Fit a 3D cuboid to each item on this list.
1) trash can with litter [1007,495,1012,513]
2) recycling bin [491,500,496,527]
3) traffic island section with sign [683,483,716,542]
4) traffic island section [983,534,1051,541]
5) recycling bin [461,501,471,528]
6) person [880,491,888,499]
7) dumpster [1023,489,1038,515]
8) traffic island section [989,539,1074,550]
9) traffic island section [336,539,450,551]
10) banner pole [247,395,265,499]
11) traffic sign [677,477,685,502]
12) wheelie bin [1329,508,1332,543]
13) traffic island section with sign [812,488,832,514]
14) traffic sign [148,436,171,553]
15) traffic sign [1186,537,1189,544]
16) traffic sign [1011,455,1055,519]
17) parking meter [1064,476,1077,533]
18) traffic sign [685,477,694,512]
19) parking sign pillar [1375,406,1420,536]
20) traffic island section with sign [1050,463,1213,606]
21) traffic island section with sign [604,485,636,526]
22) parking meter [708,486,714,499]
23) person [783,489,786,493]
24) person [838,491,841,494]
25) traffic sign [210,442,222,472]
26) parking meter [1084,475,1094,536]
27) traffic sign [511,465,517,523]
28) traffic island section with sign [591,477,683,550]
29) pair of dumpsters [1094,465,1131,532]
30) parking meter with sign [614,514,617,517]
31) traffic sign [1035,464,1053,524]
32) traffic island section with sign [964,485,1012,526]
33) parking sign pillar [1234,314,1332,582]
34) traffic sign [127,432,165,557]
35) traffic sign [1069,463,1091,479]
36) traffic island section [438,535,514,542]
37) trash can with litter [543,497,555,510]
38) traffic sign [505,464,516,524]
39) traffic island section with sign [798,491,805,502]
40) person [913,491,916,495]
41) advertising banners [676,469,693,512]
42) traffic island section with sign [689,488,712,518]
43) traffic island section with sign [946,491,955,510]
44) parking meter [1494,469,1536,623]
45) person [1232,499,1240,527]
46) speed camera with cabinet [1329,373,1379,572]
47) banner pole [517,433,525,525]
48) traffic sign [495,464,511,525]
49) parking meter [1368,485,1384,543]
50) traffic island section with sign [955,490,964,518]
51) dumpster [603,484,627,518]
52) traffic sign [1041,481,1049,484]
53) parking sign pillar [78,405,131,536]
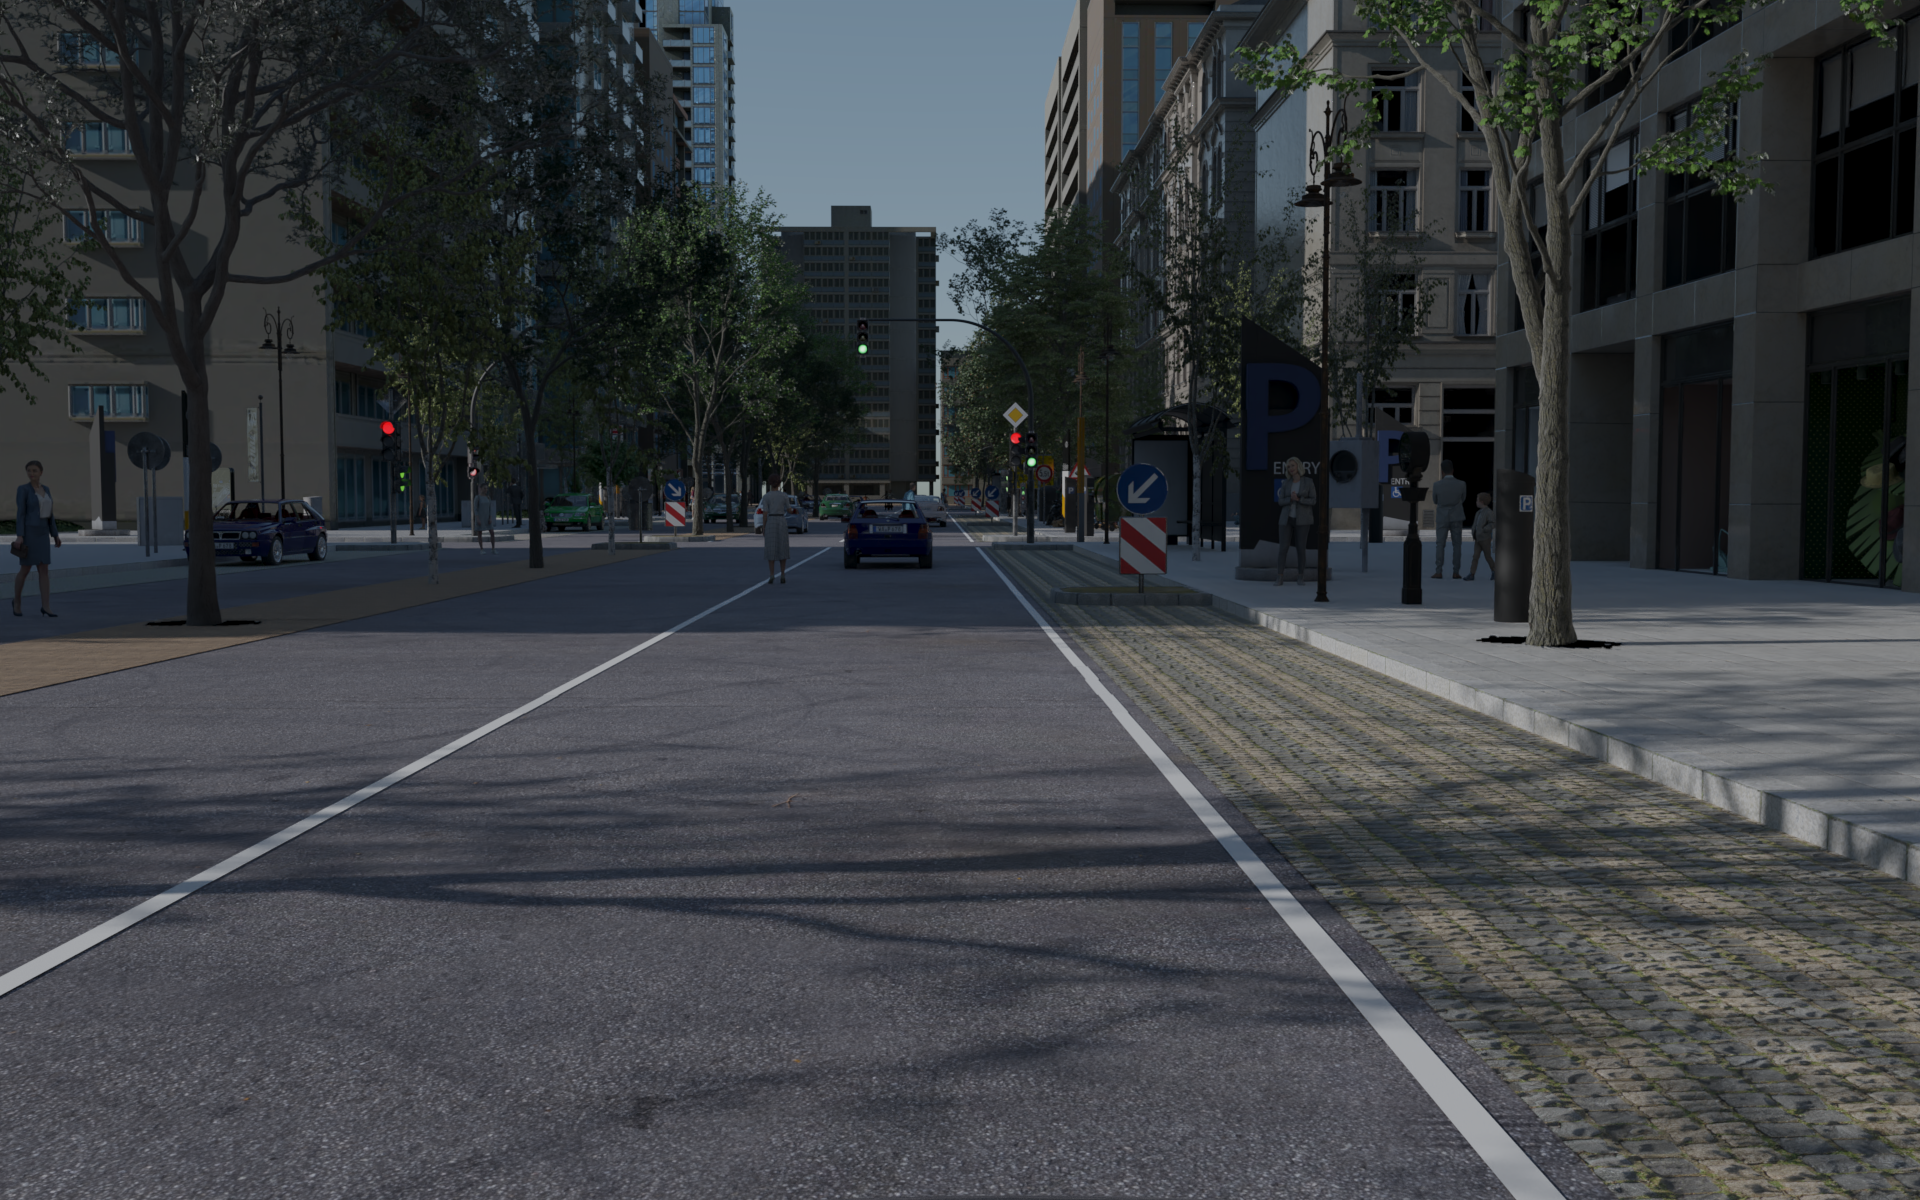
[{"bbox_3d":[3.471,-6.529,117.809,2.233,1.210,1.678,2,4,33],"label":"trash can with litter"},{"bbox_3d":[-18.735,-3.416,68.409,0.722,1.027,0.722,-1,4,-22],"label":"recycling bin"},{"bbox_3d":[-8.559,-2.721,52.624,2.006,1.907,1.989,0,4,-1],"label":"traffic island section with sign"},{"bbox_3d":[1.717,-1.887,53.136,2.009,0.180,2.903,0,4,-1],"label":"traffic island section"},{"bbox_3d":[-18.731,-3.314,66.731,0.722,1.027,0.722,1,4,10],"label":"recycling bin"},{"bbox_3d":[-6.480,-8.755,152.365,1.217,1.735,0.721,-2,4,-25],"label":"person"},{"bbox_3d":[4.413,-6.167,103.323,1.502,2.255,1.985,0,4,-1],"label":"dumpster"},{"bbox_3d":[1.851,-1.399,45.152,2.009,0.180,2.903,0,4,-1],"label":"traffic island section"},{"bbox_3d":[-14.688,-1.382,44.880,2.009,0.180,2.903,0,4,-1],"label":"traffic island section"},{"bbox_3d":[-17.829,-3.297,43.924,0.863,3.779,0.401,3,4,36],"label":"banner pole"},{"bbox_3d":[-20.300,-7.677,125.631,0.768,2.556,0.104,0,4,4],"label":"traffic sign"},{"bbox_3d":[9.365,-2.301,45.529,0.980,1.594,0.693,3,5,40],"label":"wheelie bin"},{"bbox_3d":[-9.831,-7.316,127.752,2.006,1.907,1.989,0,4,-1],"label":"traffic island section with sign"},{"bbox_3d":[-17.515,-2.296,37.648,0.768,2.556,0.104,0,4,6],"label":"traffic sign"},{"bbox_3d":[5.833,-2.699,44.239,0.768,2.556,0.104,0,4,6],"label":"traffic sign"},{"bbox_3d":[3.744,-5.844,89.428,2.265,3.308,0.079,0,4,4],"label":"traffic sign"},{"bbox_3d":[3.657,-3.145,57.137,0.399,1.863,0.255,0,4,-3],"label":"parking meter"},{"bbox_3d":[-19.815,-7.731,126.505,0.768,2.556,0.104,0,4,7],"label":"traffic sign"},{"bbox_3d":[13.369,-3.949,53.043,1.447,3.967,1.447,1,4,9],"label":"parking sign pillar"},{"bbox_3d":[2.223,-0.879,23.002,1.989,1.847,2.006,0,4,-1],"label":"traffic island section with sign"},{"bbox_3d":[-14.924,-4.240,77.951,1.989,1.847,2.006,0,4,-1],"label":"traffic island section with sign"},{"bbox_3d":[-17.676,-7.166,122.868,0.255,1.863,0.399,3,5,39],"label":"parking meter"},{"bbox_3d":[-14.127,-8.001,139.275,0.705,1.831,1.348,-1,4,-9],"label":"person"},{"bbox_3d":[-11.410,-9.422,163.490,0.436,1.711,0.756,3,5,39],"label":"person"},{"bbox_3d":[-18.258,-2.561,41.984,0.768,2.556,0.104,0,4,3],"label":"traffic sign"},{"bbox_3d":[3.890,-2.863,52.518,0.255,1.863,0.399,-1,4,-22],"label":"parking meter"},{"bbox_3d":[-19.502,-4.608,75.450,0.768,2.556,0.104,0,4,0],"label":"traffic sign"},{"bbox_3d":[-8.444,-2.268,45.218,2.006,1.907,1.989,0,4,-1],"label":"traffic island section with sign"},{"bbox_3d":[5.558,-3.583,61.078,1.574,2.255,4.437,0,4,-1],"label":"pair of dumpsters"},{"bbox_3d":[-19.331,-6.169,97.131,0.543,3.016,1.738,-1,4,-10],"label":"parking meter with sign"},{"bbox_3d":[3.616,-4.547,74.447,0.768,2.556,0.104,0,4,0],"label":"traffic sign"},{"bbox_3d":[1.310,-4.240,77.950,1.989,1.847,2.006,0,4,-1],"label":"traffic island section with sign"},{"bbox_3d":[4.857,-2.290,25.918,1.447,3.967,1.447,0,4,6],"label":"parking sign pillar"},{"bbox_3d":[-16.639,-2.159,35.406,0.768,2.556,0.104,0,4,2],"label":"traffic sign"},{"bbox_3d":[4.264,-3.764,61.543,0.884,2.594,0.081,0,4,2],"label":"traffic sign"},{"bbox_3d":[-14.822,-1.871,52.864,2.009,0.180,2.903,0,4,-1],"label":"traffic island section"},{"bbox_3d":[-18.471,-4.060,77.775,0.624,1.170,1.055,-1,4,-22],"label":"trash can with litter"},{"bbox_3d":[-19.338,-4.518,73.983,0.768,2.556,0.104,0,4,2],"label":"traffic sign"},{"bbox_3d":[-16.676,-10.654,182.820,1.989,1.847,2.006,0,4,-1],"label":"traffic island section with sign"},{"bbox_3d":[-4.494,-9.760,168.040,1.348,1.831,0.705,3,4,37],"label":"person"},{"bbox_3d":[-19.598,-7.799,123.707,0.090,3.025,2.074,2,4,29],"label":"advertising banners"},{"bbox_3d":[-15.382,-5.911,105.277,1.989,1.847,2.006,0,4,-1],"label":"traffic island section with sign"},{"bbox_3d":[0.005,-8.958,155.095,1.989,1.847,2.006,0,4,-1],"label":"traffic island section with sign"},{"bbox_3d":[5.566,-0.549,17.386,0.372,1.533,0.369,0,3,0],"label":"parking meter"},{"bbox_3d":[11.003,-3.468,68.241,0.738,1.151,1.012,1,4,13],"label":"person"},{"bbox_3d":[5.913,-2.105,28.745,2.038,3.252,0.660,3,5,45],"label":"speed camera with cabinet"},{"bbox_3d":[-18.036,-4.946,70.885,0.401,3.779,0.863,0,4,-3],"label":"banner pole"},{"bbox_3d":[-19.050,-4.402,72.083,0.768,2.556,0.104,0,4,2],"label":"traffic sign"},{"bbox_3d":[10.937,-2.270,45.525,0.372,1.533,0.369,0,3,0],"label":"parking meter"},{"bbox_3d":[0.848,-5.914,105.328,1.989,1.847,2.006,0,4,-1],"label":"traffic island section with sign"},{"bbox_3d":[-18.662,-5.395,93.974,1.264,1.857,1.865,0,4,-1],"label":"dumpster"},{"bbox_3d":[4.309,-5.441,89.067,0.768,2.556,0.104,0,4,8],"label":"traffic sign"},{"bbox_3d":[-26.383,-3.965,53.297,1.447,3.967,1.447,-3,4,-39],"label":"parking sign pillar"}]
